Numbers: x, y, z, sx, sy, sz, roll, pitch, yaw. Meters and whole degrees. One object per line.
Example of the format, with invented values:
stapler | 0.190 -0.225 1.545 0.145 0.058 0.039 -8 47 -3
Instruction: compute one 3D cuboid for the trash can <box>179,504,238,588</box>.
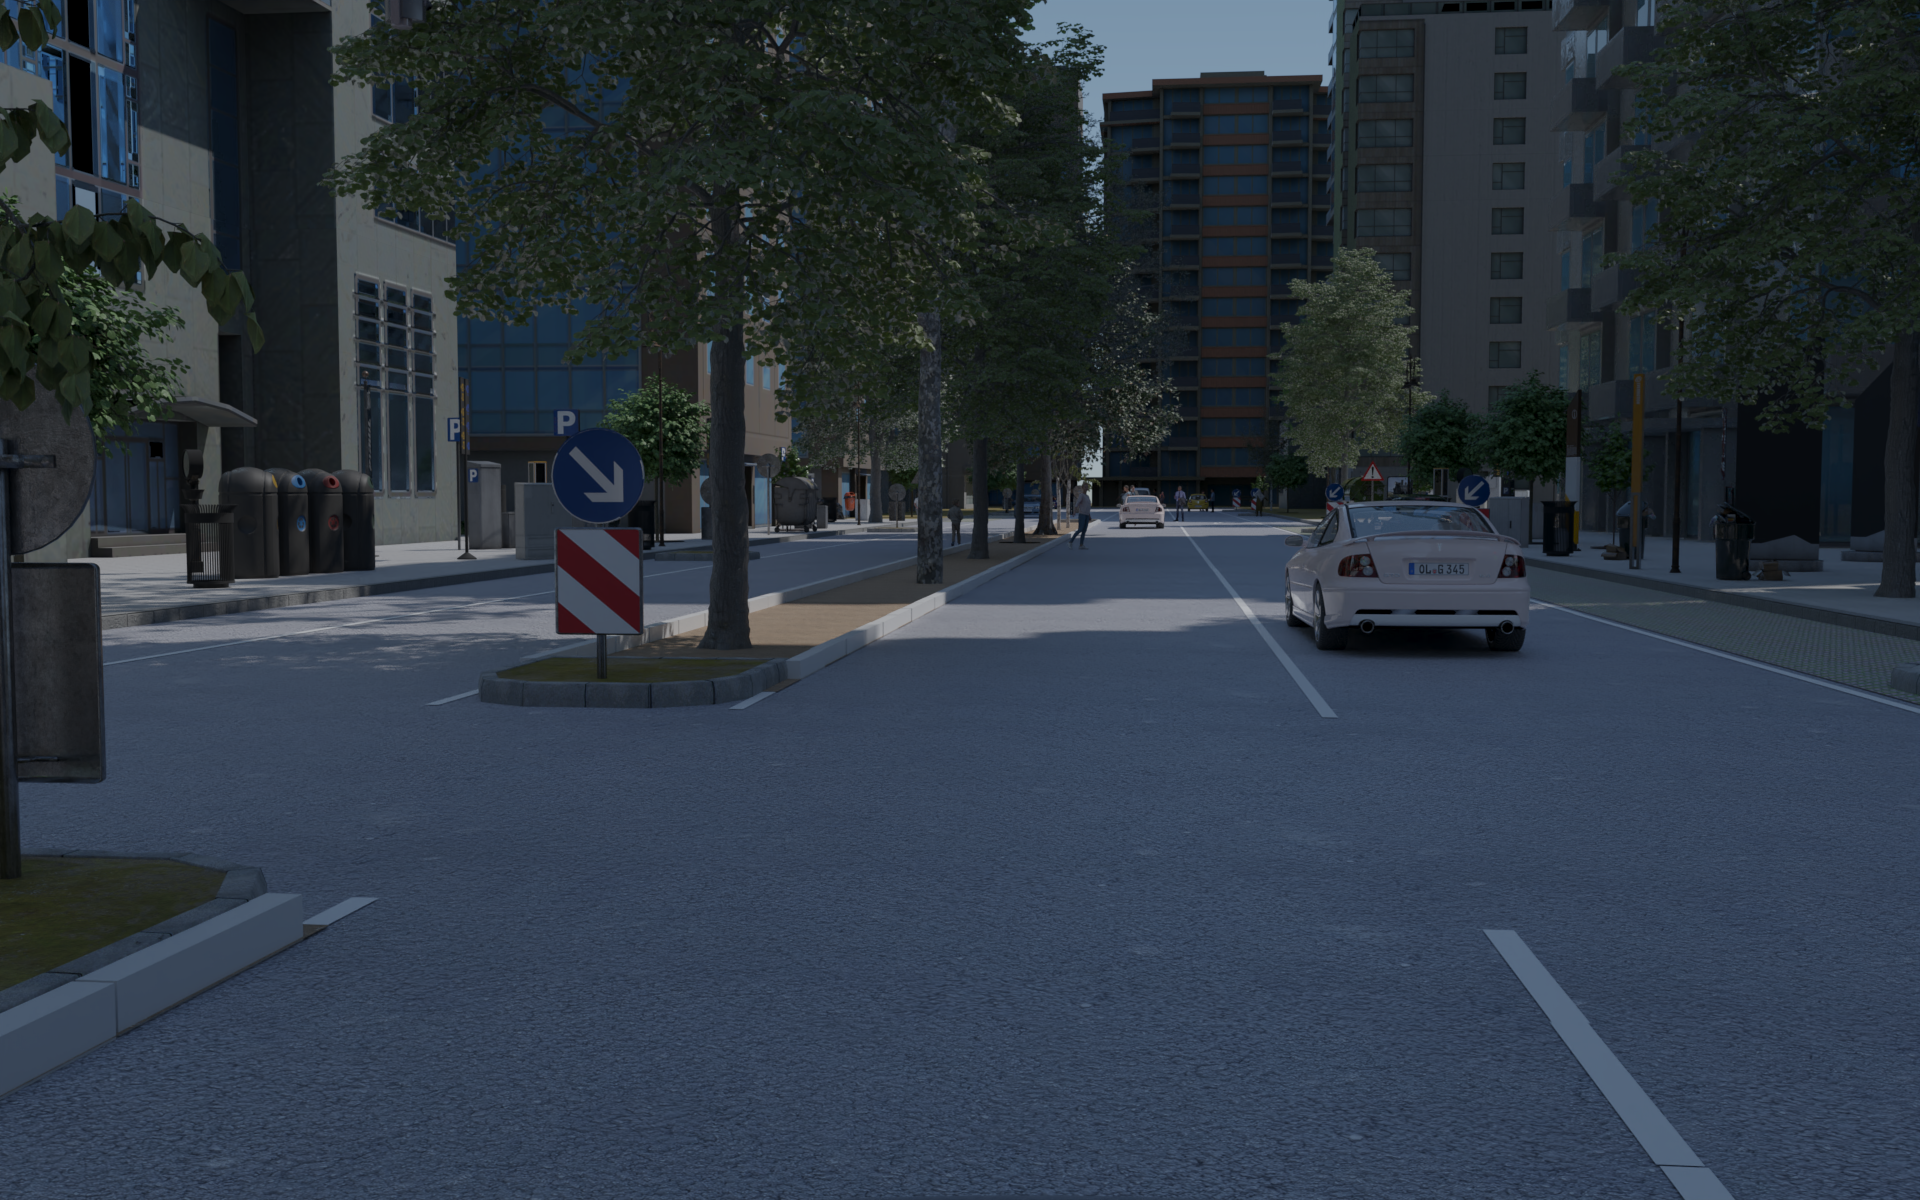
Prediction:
trash can | -10.276 -0.739 23.731 0.748 1.137 0.748 0 3 0

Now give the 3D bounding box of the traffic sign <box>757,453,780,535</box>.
traffic sign | -5.993 -3.307 54.178 0.768 2.556 0.104 1 4 10

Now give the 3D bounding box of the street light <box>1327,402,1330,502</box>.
street light | 18.202 -6.900 85.605 0.468 5.910 1.993 0 4 6

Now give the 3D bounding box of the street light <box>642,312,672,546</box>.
street light | -7.315 -4.253 42.326 0.468 5.910 1.993 0 4 6

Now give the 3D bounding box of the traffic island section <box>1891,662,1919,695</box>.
traffic island section | 7.735 0.644 11.756 2.009 0.180 2.903 0 4 6

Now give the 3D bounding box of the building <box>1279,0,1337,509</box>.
building | 38.685 -50.603 140.032 22.319 86.520 31.000 0 4 6

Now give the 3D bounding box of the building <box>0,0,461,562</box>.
building | -24.678 -43.937 31.035 22.319 86.520 31.000 0 4 6

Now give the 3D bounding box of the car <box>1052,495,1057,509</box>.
car | 8.289 -9.095 161.278 1.945 1.354 3.894 0 4 6

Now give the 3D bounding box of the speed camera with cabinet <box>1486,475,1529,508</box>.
speed camera with cabinet | 26.584 -5.483 83.983 2.038 3.252 0.660 2 4 34

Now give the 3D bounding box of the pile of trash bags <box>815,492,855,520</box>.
pile of trash bags | -6.535 -4.710 86.764 1.912 1.369 3.447 3 5 41

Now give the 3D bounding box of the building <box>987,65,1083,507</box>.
building | 5.561 -32.537 182.092 14.200 45.320 14.600 0 4 6

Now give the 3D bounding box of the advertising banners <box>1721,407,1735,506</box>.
advertising banners | 15.807 -2.410 35.595 0.090 3.025 2.074 2 4 33

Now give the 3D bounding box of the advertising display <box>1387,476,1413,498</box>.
advertising display | 15.786 -3.485 62.196 0.974 1.923 0.123 3 5 43

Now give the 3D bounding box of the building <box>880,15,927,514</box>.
building | -14.159 -30.544 119.005 23.786 49.044 30.456 0 4 6

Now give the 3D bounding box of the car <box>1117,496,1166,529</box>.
car | 7.662 -3.719 73.161 2.083 1.381 4.827 0 4 5

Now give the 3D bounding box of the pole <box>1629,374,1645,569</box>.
pole | 11.528 -2.180 29.478 0.158 3.312 0.155 0 3 0

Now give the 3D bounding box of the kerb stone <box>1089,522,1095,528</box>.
kerb stone | 5.645 -3.224 74.900 0.120 0.150 1.000 0 4 6

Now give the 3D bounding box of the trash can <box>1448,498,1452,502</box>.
trash can | 17.656 -3.171 63.493 0.748 1.137 0.748 0 3 0

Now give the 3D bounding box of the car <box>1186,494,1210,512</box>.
car | 19.674 -8.132 143.186 2.015 1.641 3.980 0 4 7

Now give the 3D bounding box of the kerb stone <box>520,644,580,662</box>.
kerb stone | -3.328 0.498 14.049 0.120 0.150 1.000 0 4 6

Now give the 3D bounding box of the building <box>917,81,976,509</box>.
building | -4.818 -28.805 154.555 14.086 41.232 14.154 0 4 6

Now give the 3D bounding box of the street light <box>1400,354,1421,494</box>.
street light | 14.848 -5.164 57.218 0.468 5.910 1.993 0 4 6

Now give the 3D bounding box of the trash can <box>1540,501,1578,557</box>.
trash can | 12.349 -1.473 35.739 0.748 1.137 0.748 0 3 0

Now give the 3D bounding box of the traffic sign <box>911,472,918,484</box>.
traffic sign | -2.043 -5.375 87.877 0.884 2.594 0.081 0 4 8

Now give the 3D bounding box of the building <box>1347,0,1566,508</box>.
building | 30.494 -20.417 105.513 14.160 30.474 14.107 0 4 6

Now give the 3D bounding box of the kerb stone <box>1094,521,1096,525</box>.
kerb stone | 5.758 -3.286 75.916 0.120 0.150 1.000 0 4 6

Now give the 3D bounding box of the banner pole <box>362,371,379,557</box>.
banner pole | -11.988 -2.759 35.124 0.401 3.779 0.863 -2 4 -27

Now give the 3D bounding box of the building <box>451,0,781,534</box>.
building | -14.398 -25.184 61.874 14.600 45.320 14.200 0 4 6

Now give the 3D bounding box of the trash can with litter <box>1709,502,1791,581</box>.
trash can with litter | 11.785 -0.884 25.846 1.055 1.170 0.624 1 4 10

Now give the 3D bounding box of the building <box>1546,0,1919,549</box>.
building | 30.921 -26.401 51.269 23.786 49.044 30.456 0 4 6

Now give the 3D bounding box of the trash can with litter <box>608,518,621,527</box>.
trash can with litter | -7.946 -1.656 38.463 0.624 1.170 1.055 -2 4 -33

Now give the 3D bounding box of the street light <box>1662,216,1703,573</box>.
street light | 11.644 -3.378 28.017 0.468 5.910 1.993 0 4 6

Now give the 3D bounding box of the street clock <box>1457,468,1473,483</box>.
street clock | 14.011 -2.662 48.095 0.471 2.002 0.358 -3 4 -38

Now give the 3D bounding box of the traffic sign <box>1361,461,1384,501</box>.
traffic sign | 16.281 -4.181 68.370 0.884 2.594 0.081 1 4 15

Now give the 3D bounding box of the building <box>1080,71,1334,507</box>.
building | 27.683 -32.295 182.644 28.867 44.769 22.147 0 4 6

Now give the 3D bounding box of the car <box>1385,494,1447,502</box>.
car | 10.961 -1.970 41.999 2.009 1.686 4.222 0 4 7

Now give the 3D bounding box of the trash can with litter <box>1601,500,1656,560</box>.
trash can with litter | 13.028 -1.371 33.797 1.055 1.170 0.624 -3 4 -37

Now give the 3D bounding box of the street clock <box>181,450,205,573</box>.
street clock | -12.498 -1.448 28.249 0.358 2.002 0.471 -3 4 -38

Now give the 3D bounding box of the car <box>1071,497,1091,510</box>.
car | 10.623 -8.688 154.416 2.083 1.381 4.827 0 4 6

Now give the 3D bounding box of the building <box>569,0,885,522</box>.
building | -12.085 -27.283 96.188 14.600 45.320 14.200 0 4 6

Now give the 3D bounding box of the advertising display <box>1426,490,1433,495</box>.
advertising display | 22.598 -4.768 83.164 0.123 1.923 0.974 0 4 -6

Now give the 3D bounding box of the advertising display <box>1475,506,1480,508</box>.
advertising display | 18.619 -3.501 62.452 0.123 1.923 0.974 1 4 8

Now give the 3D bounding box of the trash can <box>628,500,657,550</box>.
trash can | -7.311 -1.717 39.719 0.748 1.137 0.748 0 3 0

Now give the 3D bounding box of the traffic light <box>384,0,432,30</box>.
traffic light | -6.425 -2.360 13.253 4.771 5.953 1.251 0 4 6

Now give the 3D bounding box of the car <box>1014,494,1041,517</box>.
car | 4.335 -5.740 105.846 2.014 1.417 4.499 0 4 8

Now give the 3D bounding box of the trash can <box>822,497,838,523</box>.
trash can | -5.865 -4.068 78.172 0.748 1.137 0.748 0 3 0

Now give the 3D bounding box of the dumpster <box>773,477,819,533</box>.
dumpster | -5.522 -3.206 58.183 1.264 1.857 1.865 0 4 6

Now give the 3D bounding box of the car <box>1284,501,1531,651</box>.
car | 4.330 -0.297 17.226 2.083 1.381 4.827 0 4 5

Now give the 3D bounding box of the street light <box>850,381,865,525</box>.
street light | -4.152 -6.008 71.025 0.468 5.910 1.993 0 4 6

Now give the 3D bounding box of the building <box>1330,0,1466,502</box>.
building | 32.698 -26.638 119.131 14.154 41.232 14.086 0 4 6
